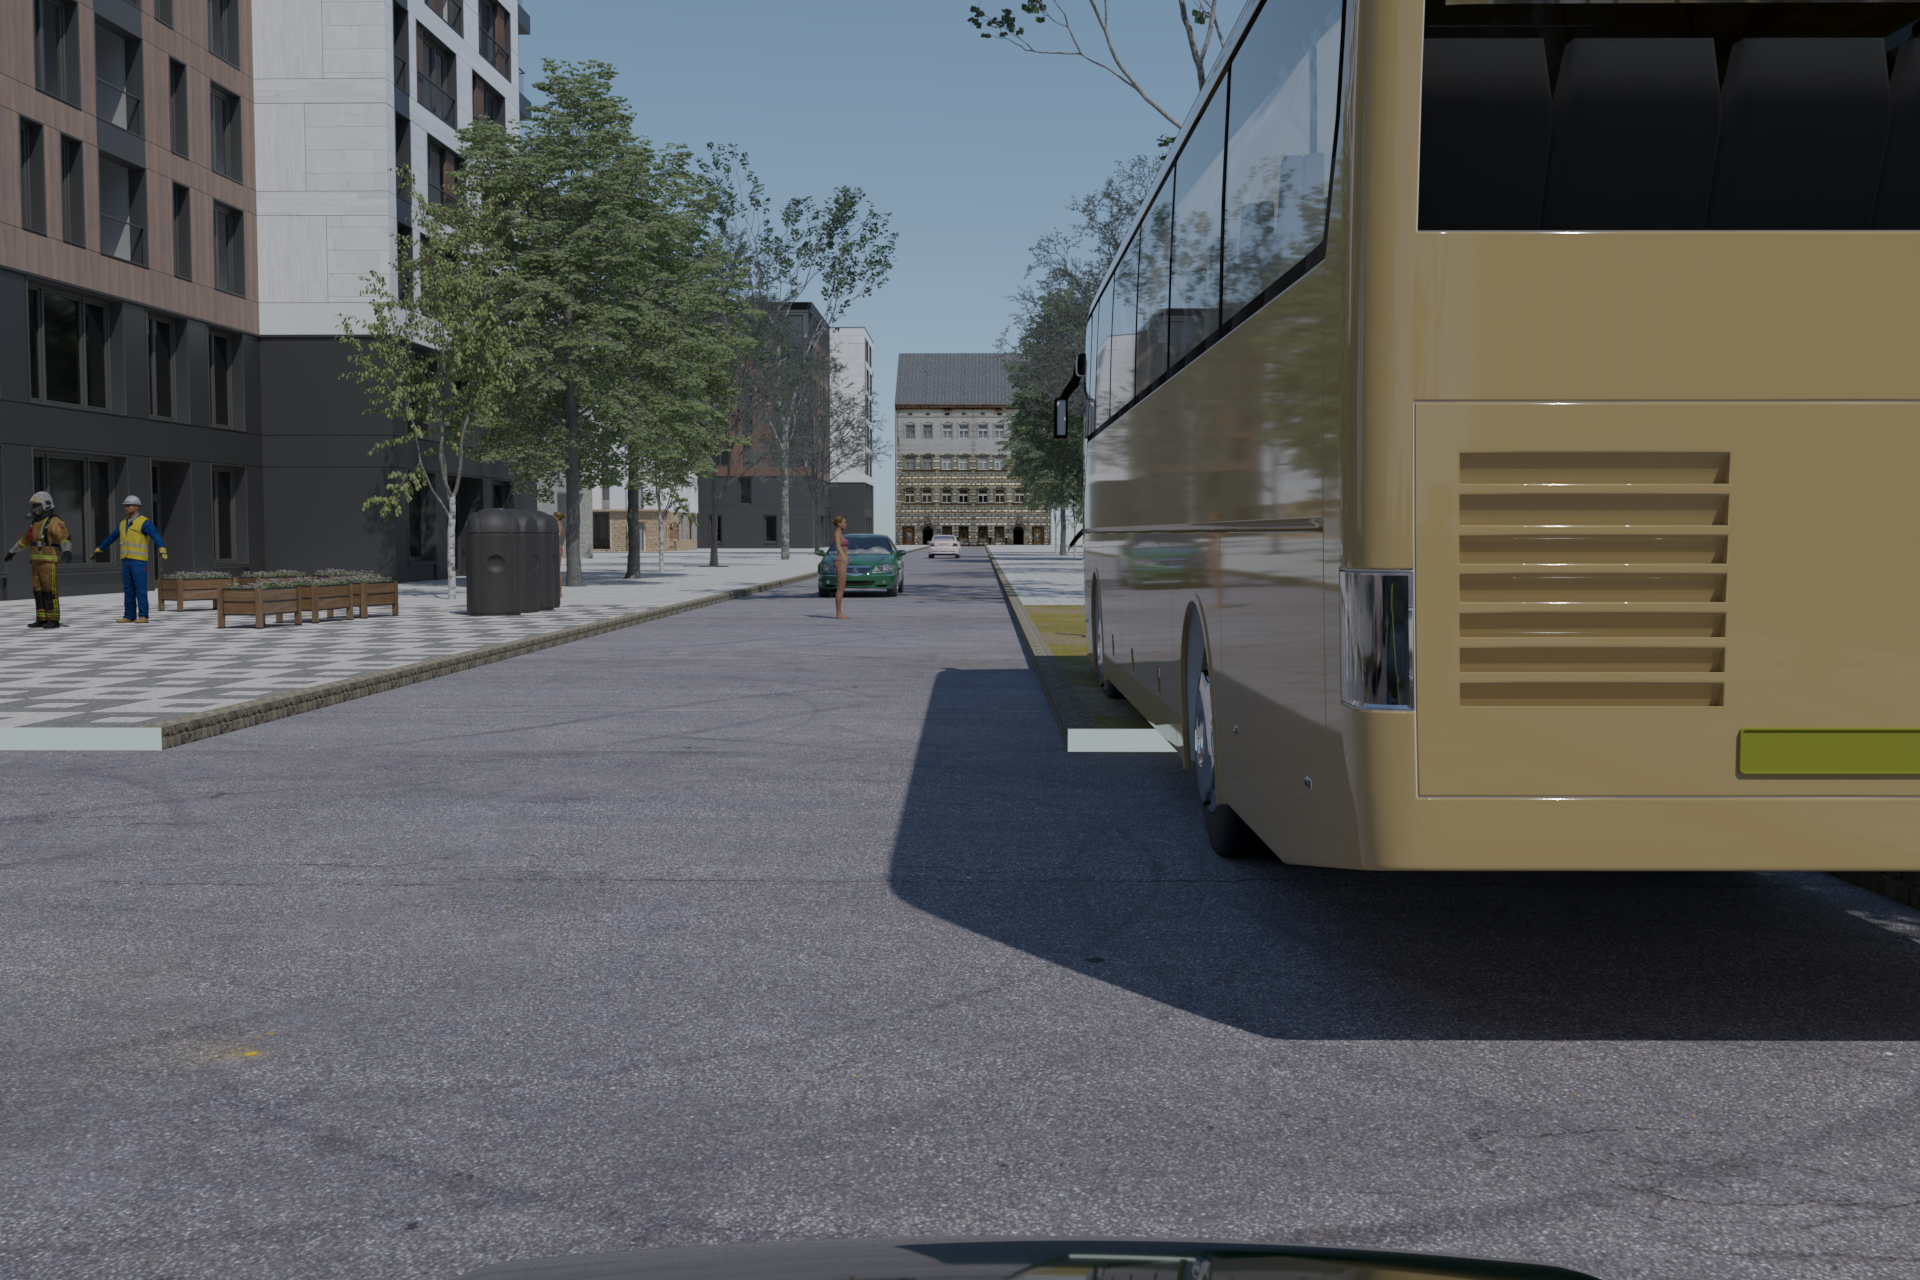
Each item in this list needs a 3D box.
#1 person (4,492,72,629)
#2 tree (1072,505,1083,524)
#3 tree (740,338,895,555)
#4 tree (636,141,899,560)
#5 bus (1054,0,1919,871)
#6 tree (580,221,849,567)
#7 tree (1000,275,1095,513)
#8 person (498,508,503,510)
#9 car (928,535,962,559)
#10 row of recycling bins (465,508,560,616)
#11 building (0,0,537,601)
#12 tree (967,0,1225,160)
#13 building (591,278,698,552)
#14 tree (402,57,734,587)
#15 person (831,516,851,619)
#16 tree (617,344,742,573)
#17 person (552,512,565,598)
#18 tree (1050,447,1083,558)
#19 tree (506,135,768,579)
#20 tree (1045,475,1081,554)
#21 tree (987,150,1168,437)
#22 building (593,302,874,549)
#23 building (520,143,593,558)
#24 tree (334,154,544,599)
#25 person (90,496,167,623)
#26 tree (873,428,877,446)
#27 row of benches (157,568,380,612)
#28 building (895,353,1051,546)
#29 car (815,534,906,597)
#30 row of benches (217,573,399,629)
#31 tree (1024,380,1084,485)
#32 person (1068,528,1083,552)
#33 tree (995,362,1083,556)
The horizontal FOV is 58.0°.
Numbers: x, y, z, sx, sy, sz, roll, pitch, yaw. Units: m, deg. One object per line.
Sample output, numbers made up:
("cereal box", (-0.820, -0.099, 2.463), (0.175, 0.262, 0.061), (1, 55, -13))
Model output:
("person", (-12.487, -1.089, 23.577), (1.354, 1.858, 0.705), (2, 4, 28))
("tree", (17.038, -17.632, 206.412), (7.486, 12.596, 7.792), (0, 3, 0))
("tree", (-9.044, -12.111, 108.387), (12.009, 13.543, 11.850), (0, 3, 0))
("tree", (-10.219, -14.077, 86.047), (12.611, 20.169, 13.585), (0, 3, 0))
("bus", (2.310, -1.159, 10.498), (2.896, 3.916, 12.252), (0, 4, 0))
("tree", (-9.486, -9.602, 67.357), (12.009, 13.543, 11.850), (0, 3, 0))
("tree", (6.538, -10.899, 84.856), (9.857, 13.997, 8.962), (0, 3, 0))
("person", (-9.541, -1.825, 35.964), (1.347, 1.817, 0.704), (-2, 4, -31))
("car", (-0.907, -5.532, 102.813), (2.083, 1.381, 4.827), (0, 4, 1))
("row of recycling bins", (-7.348, -1.324, 28.768), (1.069, 1.692, 3.534), (0, 4, 0))
("building", (-28.591, -12.133, 42.351), (27.936, 21.610, 32.646), (0, 4, 1))
("tree", (5.106, -10.673, 30.392), (12.611, 20.169, 13.585), (0, 3, 0))
("building", (-26.556, -16.647, 128.599), (16.016, 20.090, 11.380), (0, 4, 1))
("tree", (-9.310, -7.547, 41.524), (7.486, 12.596, 7.792), (0, 3, 0))
("person", (-1.944, -1.228, 29.333), (0.721, 1.733, 1.217), (0, 4, -2))
("tree", (-9.698, -6.538, 57.260), (4.737, 8.622, 4.395), (0, 3, 0))
("person", (-8.224, -1.727, 35.032), (0.721, 1.733, 1.217), (-1, 4, -12))
("tree", (6.083, -8.825, 94.659), (4.360, 8.622, 3.978), (0, 3, 0))
("tree", (-9.402, -8.054, 49.809), (7.486, 12.596, 7.792), (0, 3, 0))
("tree", (6.069, -9.912, 112.418), (4.360, 8.622, 3.978), (0, 3, 0))
("tree", (5.571, -8.870, 55.389), (12.009, 13.543, 11.850), (0, 3, 0))
("building", (-23.349, -19.874, 168.920), (27.936, 21.610, 32.646), (0, 4, 1))
("building", (-28.211, -12.807, 75.844), (16.747, 18.905, 31.486), (0, 4, 1))
("tree", (-10.092, -5.115, 33.998), (4.737, 8.622, 4.395), (0, 3, 0))
("person", (-11.905, -1.159, 24.922), (1.349, 1.833, 0.705), (1, 4, 19))
("tree", (-16.096, -21.316, 204.398), (12.611, 20.169, 13.585), (0, 3, 0))
("row of benches", (-12.000, -0.896, 30.115), (1.422, 0.672, 4.104), (2, 4, 35))
("building", (1.681, -22.969, 208.928), (18.063, 23.208, 19.493), (0, 4, 1))
("car", (-2.307, -1.788, 41.036), (2.131, 1.459, 4.920), (0, 4, 1))
("row of benches", (-9.413, -0.607, 25.384), (1.422, 0.672, 4.104), (1, 4, 9))
("tree", (6.568, -8.231, 68.991), (8.767, 10.594, 7.601), (-2, 4, -25))
("person", (2.969, -1.956, 37.923), (1.347, 1.837, 0.705), (2, 4, 25))
("tree", (5.725, -11.295, 102.803), (7.486, 12.596, 7.792), (0, 3, 0))
